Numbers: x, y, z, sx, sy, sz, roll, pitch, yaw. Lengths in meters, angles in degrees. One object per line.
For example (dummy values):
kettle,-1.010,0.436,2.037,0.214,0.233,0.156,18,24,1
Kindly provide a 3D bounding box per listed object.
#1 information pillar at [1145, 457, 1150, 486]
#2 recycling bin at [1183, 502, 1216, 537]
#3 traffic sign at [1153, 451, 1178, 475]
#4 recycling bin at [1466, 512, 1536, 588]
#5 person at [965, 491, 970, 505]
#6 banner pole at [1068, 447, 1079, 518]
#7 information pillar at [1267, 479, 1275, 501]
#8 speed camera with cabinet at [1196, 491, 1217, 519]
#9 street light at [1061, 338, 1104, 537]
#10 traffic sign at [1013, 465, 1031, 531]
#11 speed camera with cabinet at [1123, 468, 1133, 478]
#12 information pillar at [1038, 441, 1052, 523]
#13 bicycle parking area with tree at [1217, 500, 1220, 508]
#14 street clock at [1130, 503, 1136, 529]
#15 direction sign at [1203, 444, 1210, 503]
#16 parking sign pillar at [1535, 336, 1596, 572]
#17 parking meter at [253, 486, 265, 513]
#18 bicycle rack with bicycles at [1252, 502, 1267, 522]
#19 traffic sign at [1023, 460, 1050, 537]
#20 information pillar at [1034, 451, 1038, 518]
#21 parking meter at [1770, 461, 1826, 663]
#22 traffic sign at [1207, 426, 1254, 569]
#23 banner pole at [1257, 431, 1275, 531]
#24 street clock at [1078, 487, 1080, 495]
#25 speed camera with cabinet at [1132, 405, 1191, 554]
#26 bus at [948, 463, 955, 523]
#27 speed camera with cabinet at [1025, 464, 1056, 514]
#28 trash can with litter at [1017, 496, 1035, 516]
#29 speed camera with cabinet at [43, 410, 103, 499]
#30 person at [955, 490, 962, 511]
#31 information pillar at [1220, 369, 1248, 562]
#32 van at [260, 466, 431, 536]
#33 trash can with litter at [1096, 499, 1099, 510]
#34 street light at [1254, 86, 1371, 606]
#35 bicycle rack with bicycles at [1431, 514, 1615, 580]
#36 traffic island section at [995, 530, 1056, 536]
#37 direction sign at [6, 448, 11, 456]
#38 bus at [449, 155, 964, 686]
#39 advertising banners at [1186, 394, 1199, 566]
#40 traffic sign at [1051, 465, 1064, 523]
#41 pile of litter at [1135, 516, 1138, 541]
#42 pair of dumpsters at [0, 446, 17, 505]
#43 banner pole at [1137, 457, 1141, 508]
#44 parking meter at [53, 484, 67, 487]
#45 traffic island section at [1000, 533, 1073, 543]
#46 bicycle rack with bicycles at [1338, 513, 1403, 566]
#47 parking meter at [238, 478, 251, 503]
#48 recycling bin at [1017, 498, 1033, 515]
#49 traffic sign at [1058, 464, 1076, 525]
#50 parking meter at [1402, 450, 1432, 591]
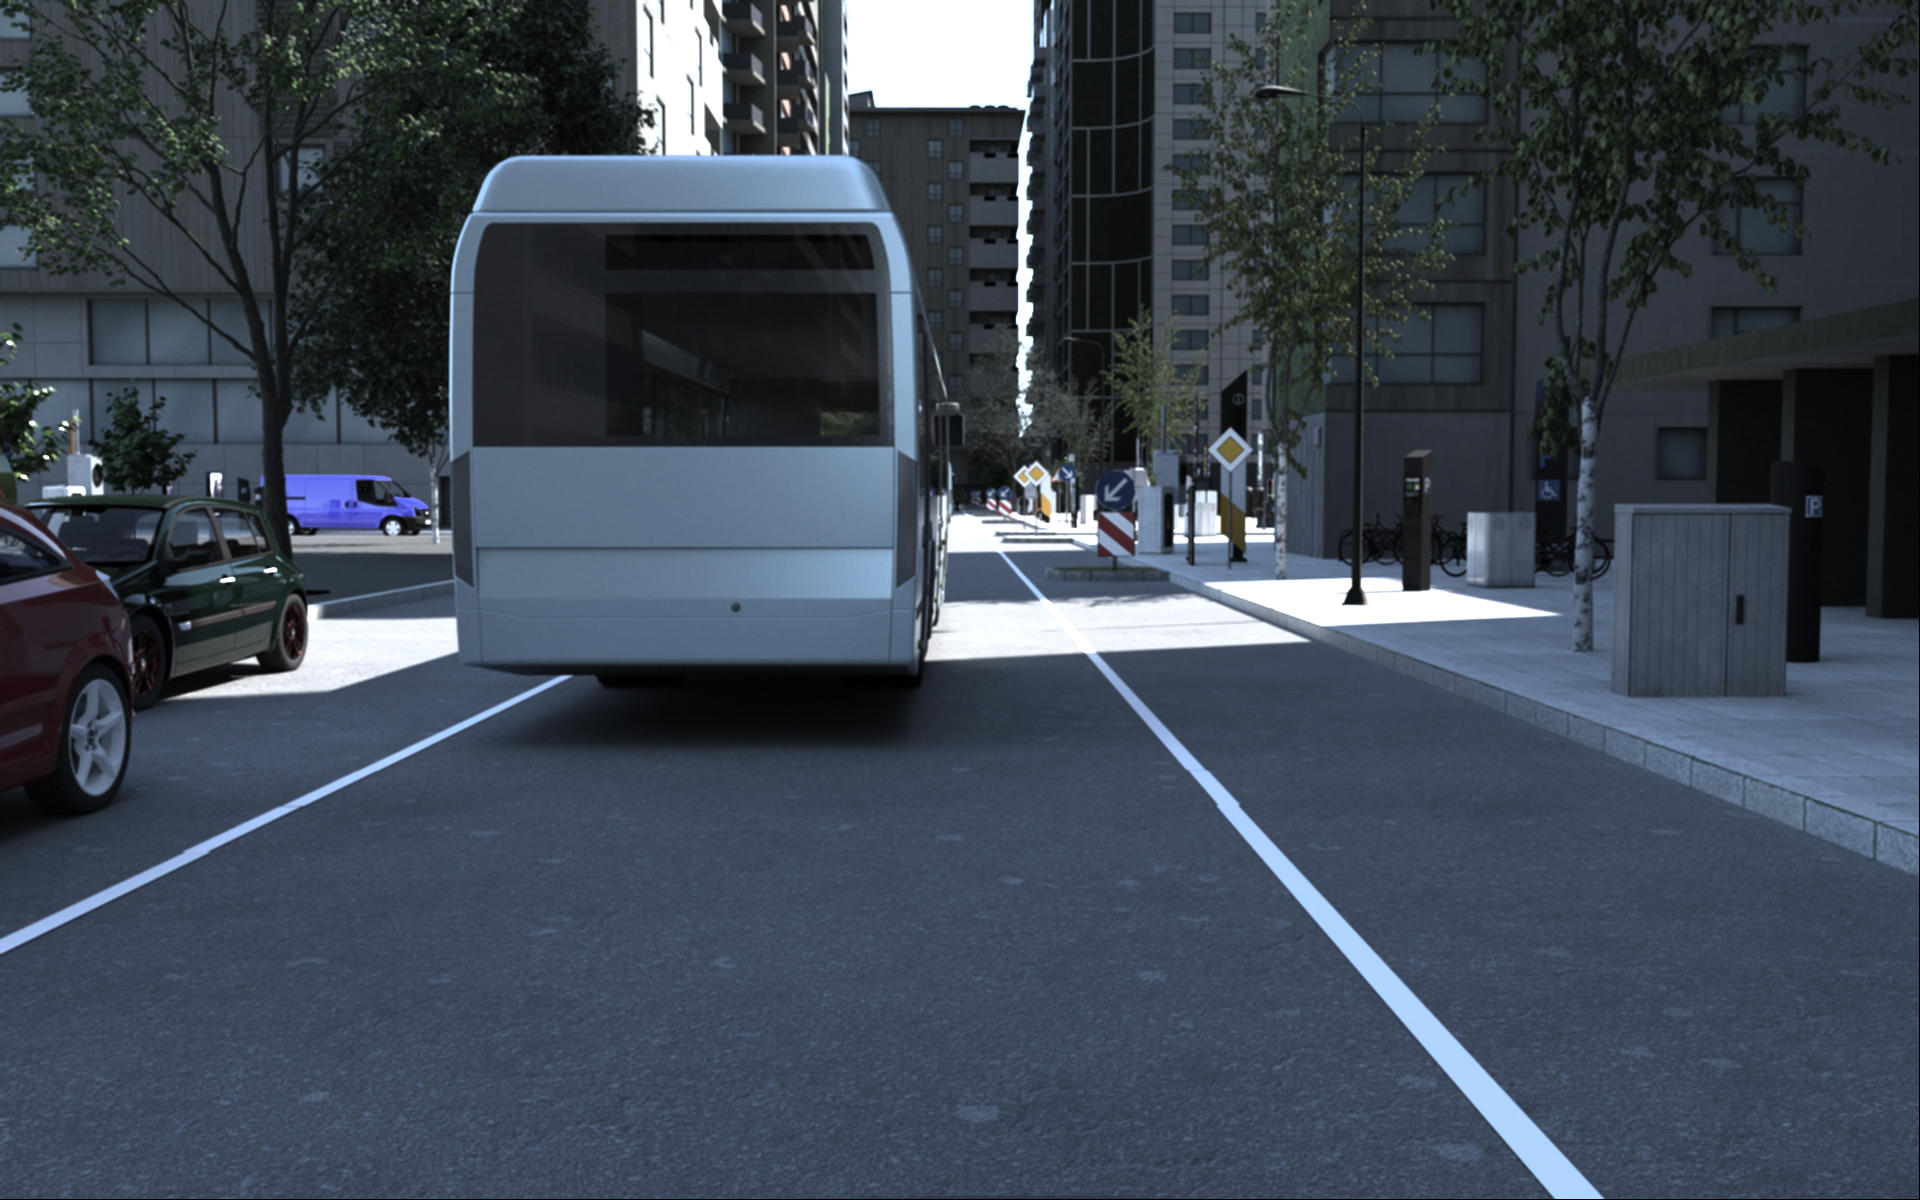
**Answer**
information pillar,11.975,-7.297,110.661,0.183,3.616,0.504,2,4,33
recycling bin,7.166,-2.396,51.734,0.722,1.027,0.722,-3,4,-38
traffic sign,4.785,-2.337,40.334,0.606,2.300,0.079,0,4,2
recycling bin,7.466,-0.694,23.906,0.722,1.027,0.722,0,4,-5
person,0.794,-11.369,194.385,0.705,1.824,1.348,2,4,23
banner pole,6.041,-6.226,91.806,0.863,3.779,0.401,-2,4,-34
information pillar,15.493,-4.994,86.145,0.304,2.012,0.304,3,5,41
speed camera with cabinet,12.012,-5.729,88.007,2.038,3.252,0.660,-1,4,-10
street light,3.700,-4.838,51.638,1.470,5.913,1.316,0,4,0
traffic sign,2.220,-3.426,59.663,0.795,2.450,0.064,0,4,0
speed camera with cabinet,6.903,-4.168,62.484,2.038,3.252,0.660,-2,4,-25
information pillar,3.779,-5.173,75.927,0.504,3.616,0.183,-2,4,-31
bicycle parking area with tree,20.810,-7.771,114.058,8.231,4.147,9.016,2,4,23
street clock,6.377,-3.629,63.897,0.358,2.002,0.471,-2,4,-27
direction sign,11.271,-5.334,79.209,0.379,3.537,0.876,2,4,27
parking sign pillar,9.953,-2.485,29.099,1.447,3.967,1.447,1,4,23
parking meter,-21.069,-2.676,52.162,0.372,1.533,0.369,0,3,0
bicycle rack with bicycles,13.560,-4.153,81.289,2.852,0.926,2.925,2,4,28
traffic sign,2.275,-2.938,51.678,0.795,2.450,0.064,0,4,0
information pillar,4.290,-6.309,94.503,0.504,3.616,0.183,2,4,34
parking meter,6.418,-0.299,13.308,0.372,1.533,0.369,0,3,0
traffic sign,4.625,-1.743,29.684,0.795,2.450,0.064,1,4,8
banner pole,10.595,-4.328,60.776,0.401,3.779,0.863,2,4,33
street clock,7.477,-6.501,110.855,0.471,2.002,0.358,0,4,-3
speed camera with cabinet,4.433,-2.659,37.808,0.660,3.252,2.038,1,4,22
bus,-1.701,-5.702,88.082,2.948,3.499,13.247,0,4,0
speed camera with cabinet,5.292,-7.308,113.822,2.038,3.252,0.660,0,4,1
trash can with litter,3.934,-5.522,101.664,1.055,1.170,0.624,-2,4,-30
speed camera with cabinet,-20.445,-2.790,39.950,0.660,3.252,2.038,0,4,-5
person,-0.199,-8.383,145.651,0.705,1.812,1.348,-1,4,-21
information pillar,5.185,-2.531,32.729,0.504,3.616,0.183,1,4,18
van,-19.907,-3.172,56.253,5.245,2.365,2.240,0,4,-1
trash can with litter,9.687,-7.075,127.058,1.055,1.170,0.624,-1,4,-13
street light,4.055,-2.897,19.915,1.470,5.913,1.316,0,4,0
bicycle rack with bicycles,8.842,-0.808,26.592,2.925,0.926,2.852,0,4,2
traffic island section,2.243,-2.291,59.741,2.009,0.180,2.903,0,4,0
direction sign,-32.731,-4.089,58.855,0.876,3.537,0.379,-2,4,-33
bus,-1.462,-1.296,16.052,2.948,3.499,13.247,0,4,0
advertising banners,4.192,-2.144,31.240,0.090,3.025,2.074,0,4,4
traffic sign,4.437,-4.729,77.316,0.884,2.594,0.081,0,4,5
pile of litter,4.838,-2.062,47.675,1.176,0.858,1.719,2,4,35
pair of dumpsters,-8.400,-0.577,11.921,1.574,2.255,4.437,0,4,0
banner pole,10.684,-6.948,103.624,0.401,3.779,0.863,-1,4,-11
parking meter,-22.255,-2.103,42.793,0.372,1.533,0.369,0,3,0
traffic island section,2.298,-1.803,51.756,2.009,0.180,2.903,0,4,0
bicycle rack with bicycles,8.204,-1.121,31.706,2.925,0.926,2.852,0,4,2
parking meter,-25.404,-3.412,61.489,0.399,1.863,0.255,-2,4,-26
recycling bin,4.003,-5.735,106.319,0.722,1.027,0.722,-3,5,-44
traffic sign,4.505,-4.449,72.851,0.768,2.556,0.104,0,4,1
parking meter,6.052,-1.053,22.926,0.255,1.863,0.399,3,4,38
